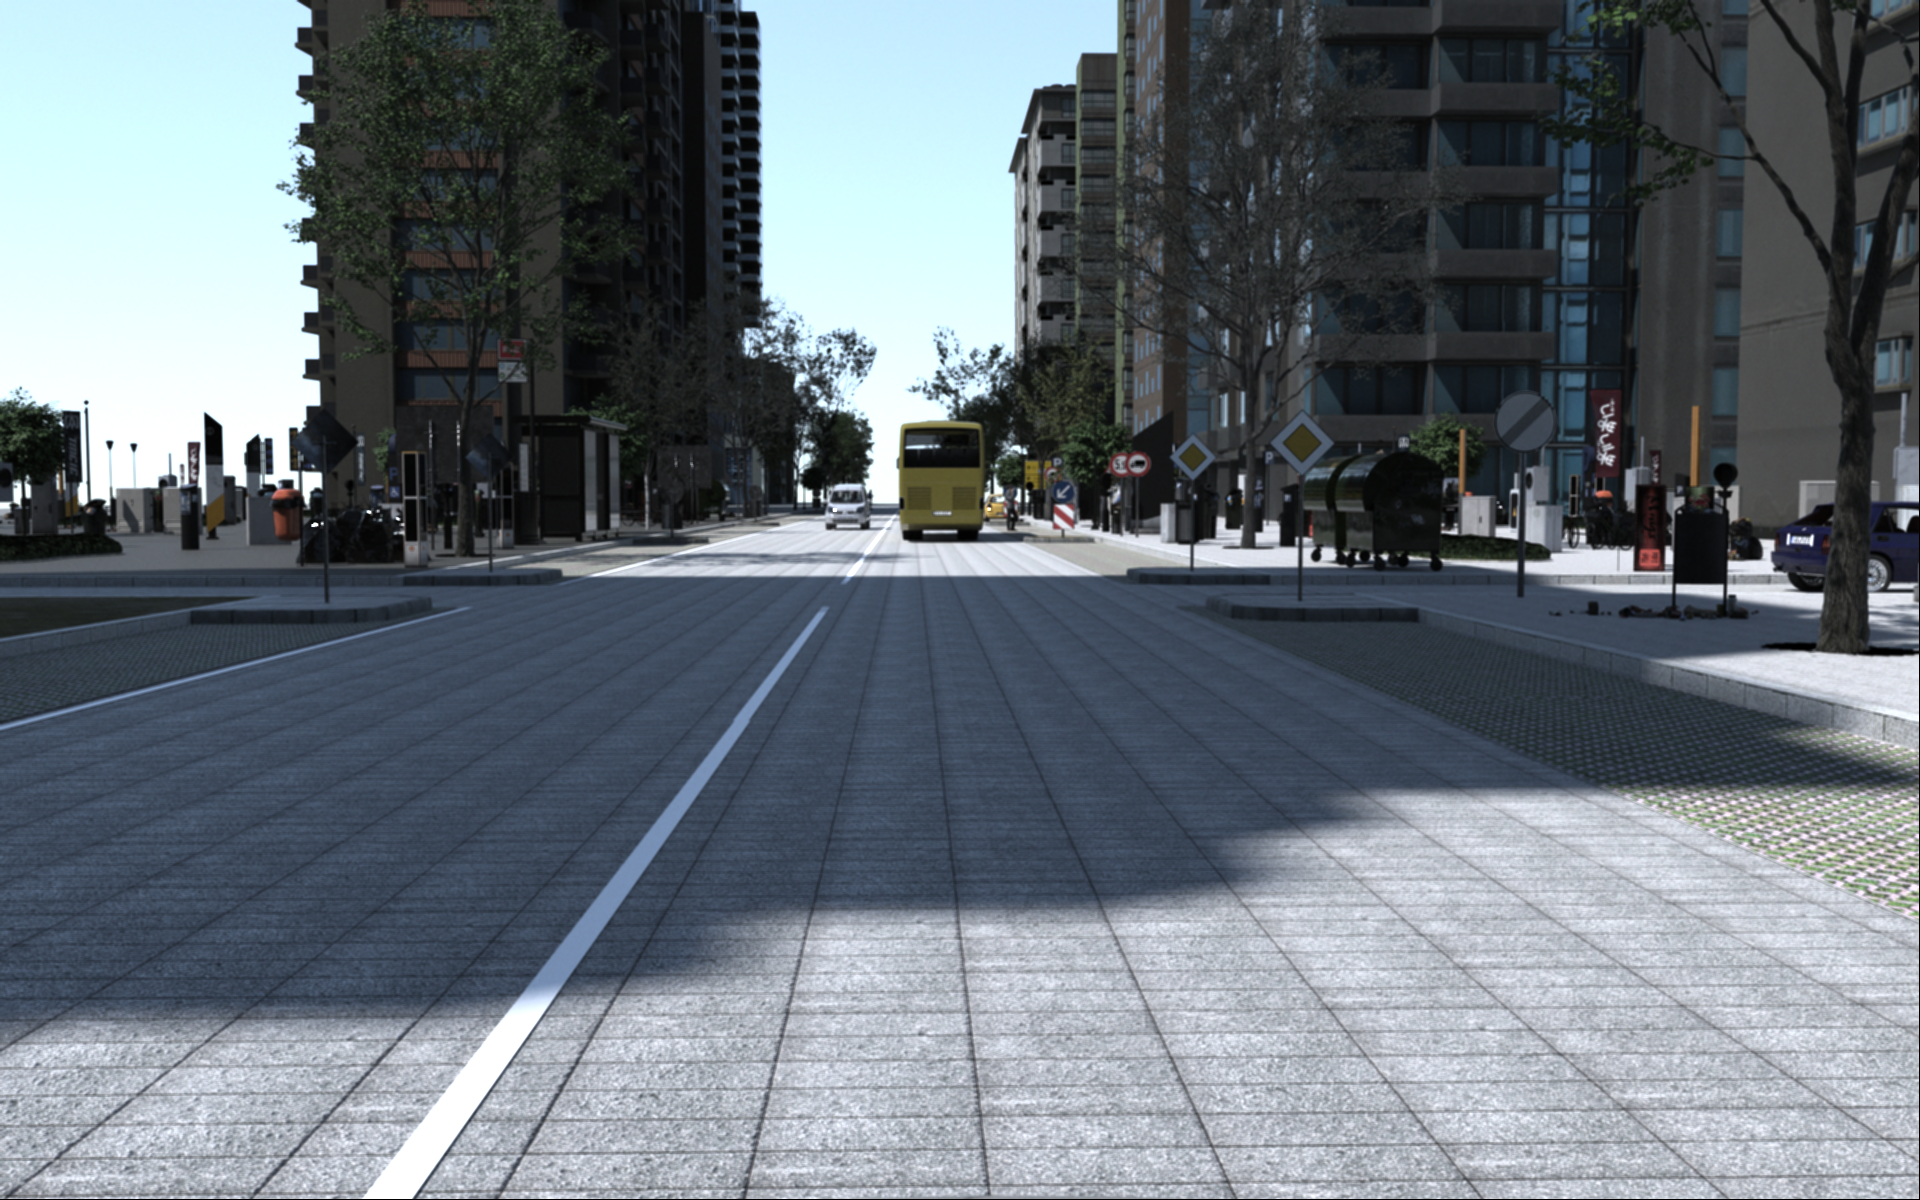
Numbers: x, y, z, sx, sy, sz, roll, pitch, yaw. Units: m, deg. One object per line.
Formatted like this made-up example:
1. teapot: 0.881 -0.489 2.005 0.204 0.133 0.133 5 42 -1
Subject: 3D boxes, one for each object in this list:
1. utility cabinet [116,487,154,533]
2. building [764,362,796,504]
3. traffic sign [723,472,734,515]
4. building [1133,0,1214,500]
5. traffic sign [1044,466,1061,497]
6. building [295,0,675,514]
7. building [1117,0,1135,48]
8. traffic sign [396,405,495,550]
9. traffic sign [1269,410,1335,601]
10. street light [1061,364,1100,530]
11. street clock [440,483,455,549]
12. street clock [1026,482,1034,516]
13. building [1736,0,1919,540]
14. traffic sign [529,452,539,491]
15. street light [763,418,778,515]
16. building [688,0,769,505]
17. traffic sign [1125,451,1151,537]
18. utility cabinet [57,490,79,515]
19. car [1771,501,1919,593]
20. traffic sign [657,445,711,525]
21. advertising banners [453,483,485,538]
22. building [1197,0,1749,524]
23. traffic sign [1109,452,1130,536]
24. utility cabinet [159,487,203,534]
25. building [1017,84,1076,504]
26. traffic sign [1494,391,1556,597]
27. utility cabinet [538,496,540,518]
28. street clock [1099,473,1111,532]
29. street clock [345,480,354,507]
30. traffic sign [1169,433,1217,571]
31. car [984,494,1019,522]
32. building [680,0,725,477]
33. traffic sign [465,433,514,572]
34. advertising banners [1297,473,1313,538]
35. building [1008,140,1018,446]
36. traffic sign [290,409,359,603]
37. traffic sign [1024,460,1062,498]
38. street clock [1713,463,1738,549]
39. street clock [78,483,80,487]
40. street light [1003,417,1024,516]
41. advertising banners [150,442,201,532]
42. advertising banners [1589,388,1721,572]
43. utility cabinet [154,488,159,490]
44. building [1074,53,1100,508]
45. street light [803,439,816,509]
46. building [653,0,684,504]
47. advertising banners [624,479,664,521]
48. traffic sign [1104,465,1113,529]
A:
1. utility cabinet: -27.109 -2.942 56.786 1.173 1.500 0.318 1 4 21
2. building: -37.559 -24.156 239.986 27.650 21.520 28.899 0 4 -2
3. traffic sign: -13.720 -6.233 101.917 0.884 2.594 0.081 0 4 6
4. building: 19.032 -28.234 111.731 14.600 45.320 14.200 0 4 -2
5. traffic sign: 4.251 -4.860 79.573 0.768 2.556 0.104 0 4 4
6. building: -31.470 -28.261 116.687 22.147 44.769 28.867 0 4 -2
7. building: 18.188 -27.073 126.231 14.154 41.232 14.086 0 4 -2
8. traffic sign: -11.768 -2.798 39.621 2.265 3.308 0.079 0 4 2
9. traffic sign: 4.071 -1.043 20.692 0.795 2.450 0.064 0 4 -2
10. street light: 4.319 -5.479 62.121 1.470 5.913 1.316 0 4 -2
11. street clock: -11.975 -2.196 40.480 0.358 2.002 0.471 -1 4 -18
12. street clock: 4.157 -6.036 103.254 0.471 2.002 0.358 0 4 7
13. building: 33.325 -25.784 45.267 21.600 48.544 21.300 0 4 -2
14. traffic sign: -12.901 -3.221 52.761 0.768 2.556 0.104 0 4 1
15. street light: -11.281 -8.096 104.907 1.470 5.913 1.316 0 4 -2
16. building: -34.023 -54.758 207.971 22.319 86.520 31.000 0 4 -2
17. traffic sign: 5.240 -3.123 51.173 0.768 2.556 0.104 0 4 -1
18. utility cabinet: -44.497 -4.734 86.077 0.318 1.500 1.173 3 5 43
19. car: 13.963 -0.762 25.034 3.894 1.354 1.945 0 4 -3
20. traffic sign: -11.430 -4.765 71.781 2.265 3.308 0.079 0 4 3
21. advertising banners: -14.667 -3.383 51.494 0.090 3.025 2.074 -3 5 -42
22. building: 24.584 -28.646 87.968 23.786 49.044 30.456 0 4 -2
23. traffic sign: 4.912 -3.210 52.589 0.768 2.556 0.104 0 4 7
24. utility cabinet: -24.419 -2.796 54.392 1.173 1.500 0.318 1 4 11
25. building: 22.882 -38.652 221.196 28.713 52.752 27.495 0 4 -2
26. traffic sign: 6.979 -1.308 21.484 0.768 2.556 0.104 0 4 1
27. utility cabinet: -18.280 -3.891 74.783 1.020 1.237 0.306 -2 4 -29
28. street clock: 4.957 -3.315 58.767 0.471 2.002 0.358 -2 4 -29
29. street clock: -30.864 -5.083 87.679 0.358 2.002 0.471 2 4 32
30. traffic sign: 3.845 -1.531 28.674 0.795 2.450 0.064 0 4 -2
31. car: 2.051 -4.796 88.639 2.015 1.641 3.980 0 4 -2
32. building: -29.458 -31.138 159.209 14.600 45.320 14.200 0 4 -2
33. traffic sign: -7.695 -1.512 28.369 0.795 2.450 0.064 0 4 -2
34. advertising banners: 10.269 -3.303 50.194 0.090 3.025 2.074 -1 4 -21
35. building: 21.981 -40.388 249.579 28.713 52.752 27.495 0 4 -2
36. traffic sign: -7.469 -1.024 20.387 0.795 2.450 0.064 0 4 -2
37. traffic sign: 5.002 -6.753 104.283 2.265 3.308 0.079 0 4 1
38. street clock: 17.791 -2.185 40.294 0.358 2.002 0.471 -3 5 -44
39. street clock: -44.694 -5.068 87.433 0.471 2.002 0.358 -2 4 -29
40. street light: 3.148 -8.009 103.480 1.470 5.913 1.316 0 4 -2
41. advertising banners: -26.278 -3.784 58.054 2.074 3.025 0.090 1 4 17
42. advertising banners: 11.442 -1.982 28.586 2.074 3.025 0.090 1 4 12
43. utility cabinet: -29.233 -3.297 62.584 0.318 1.500 1.173 3 4 36
44. building: 17.801 -29.422 164.636 14.154 41.232 14.086 0 4 -2
45. street light: -12.584 -10.600 145.849 1.470 5.913 1.316 0 4 -2
46. building: -31.371 -42.977 140.933 20.563 71.187 20.611 0 4 -2
47. advertising banners: -14.913 -5.228 81.671 2.074 3.025 0.090 -1 4 -21
48. traffic sign: 5.575 -3.876 63.376 0.884 2.594 0.081 0 4 1
